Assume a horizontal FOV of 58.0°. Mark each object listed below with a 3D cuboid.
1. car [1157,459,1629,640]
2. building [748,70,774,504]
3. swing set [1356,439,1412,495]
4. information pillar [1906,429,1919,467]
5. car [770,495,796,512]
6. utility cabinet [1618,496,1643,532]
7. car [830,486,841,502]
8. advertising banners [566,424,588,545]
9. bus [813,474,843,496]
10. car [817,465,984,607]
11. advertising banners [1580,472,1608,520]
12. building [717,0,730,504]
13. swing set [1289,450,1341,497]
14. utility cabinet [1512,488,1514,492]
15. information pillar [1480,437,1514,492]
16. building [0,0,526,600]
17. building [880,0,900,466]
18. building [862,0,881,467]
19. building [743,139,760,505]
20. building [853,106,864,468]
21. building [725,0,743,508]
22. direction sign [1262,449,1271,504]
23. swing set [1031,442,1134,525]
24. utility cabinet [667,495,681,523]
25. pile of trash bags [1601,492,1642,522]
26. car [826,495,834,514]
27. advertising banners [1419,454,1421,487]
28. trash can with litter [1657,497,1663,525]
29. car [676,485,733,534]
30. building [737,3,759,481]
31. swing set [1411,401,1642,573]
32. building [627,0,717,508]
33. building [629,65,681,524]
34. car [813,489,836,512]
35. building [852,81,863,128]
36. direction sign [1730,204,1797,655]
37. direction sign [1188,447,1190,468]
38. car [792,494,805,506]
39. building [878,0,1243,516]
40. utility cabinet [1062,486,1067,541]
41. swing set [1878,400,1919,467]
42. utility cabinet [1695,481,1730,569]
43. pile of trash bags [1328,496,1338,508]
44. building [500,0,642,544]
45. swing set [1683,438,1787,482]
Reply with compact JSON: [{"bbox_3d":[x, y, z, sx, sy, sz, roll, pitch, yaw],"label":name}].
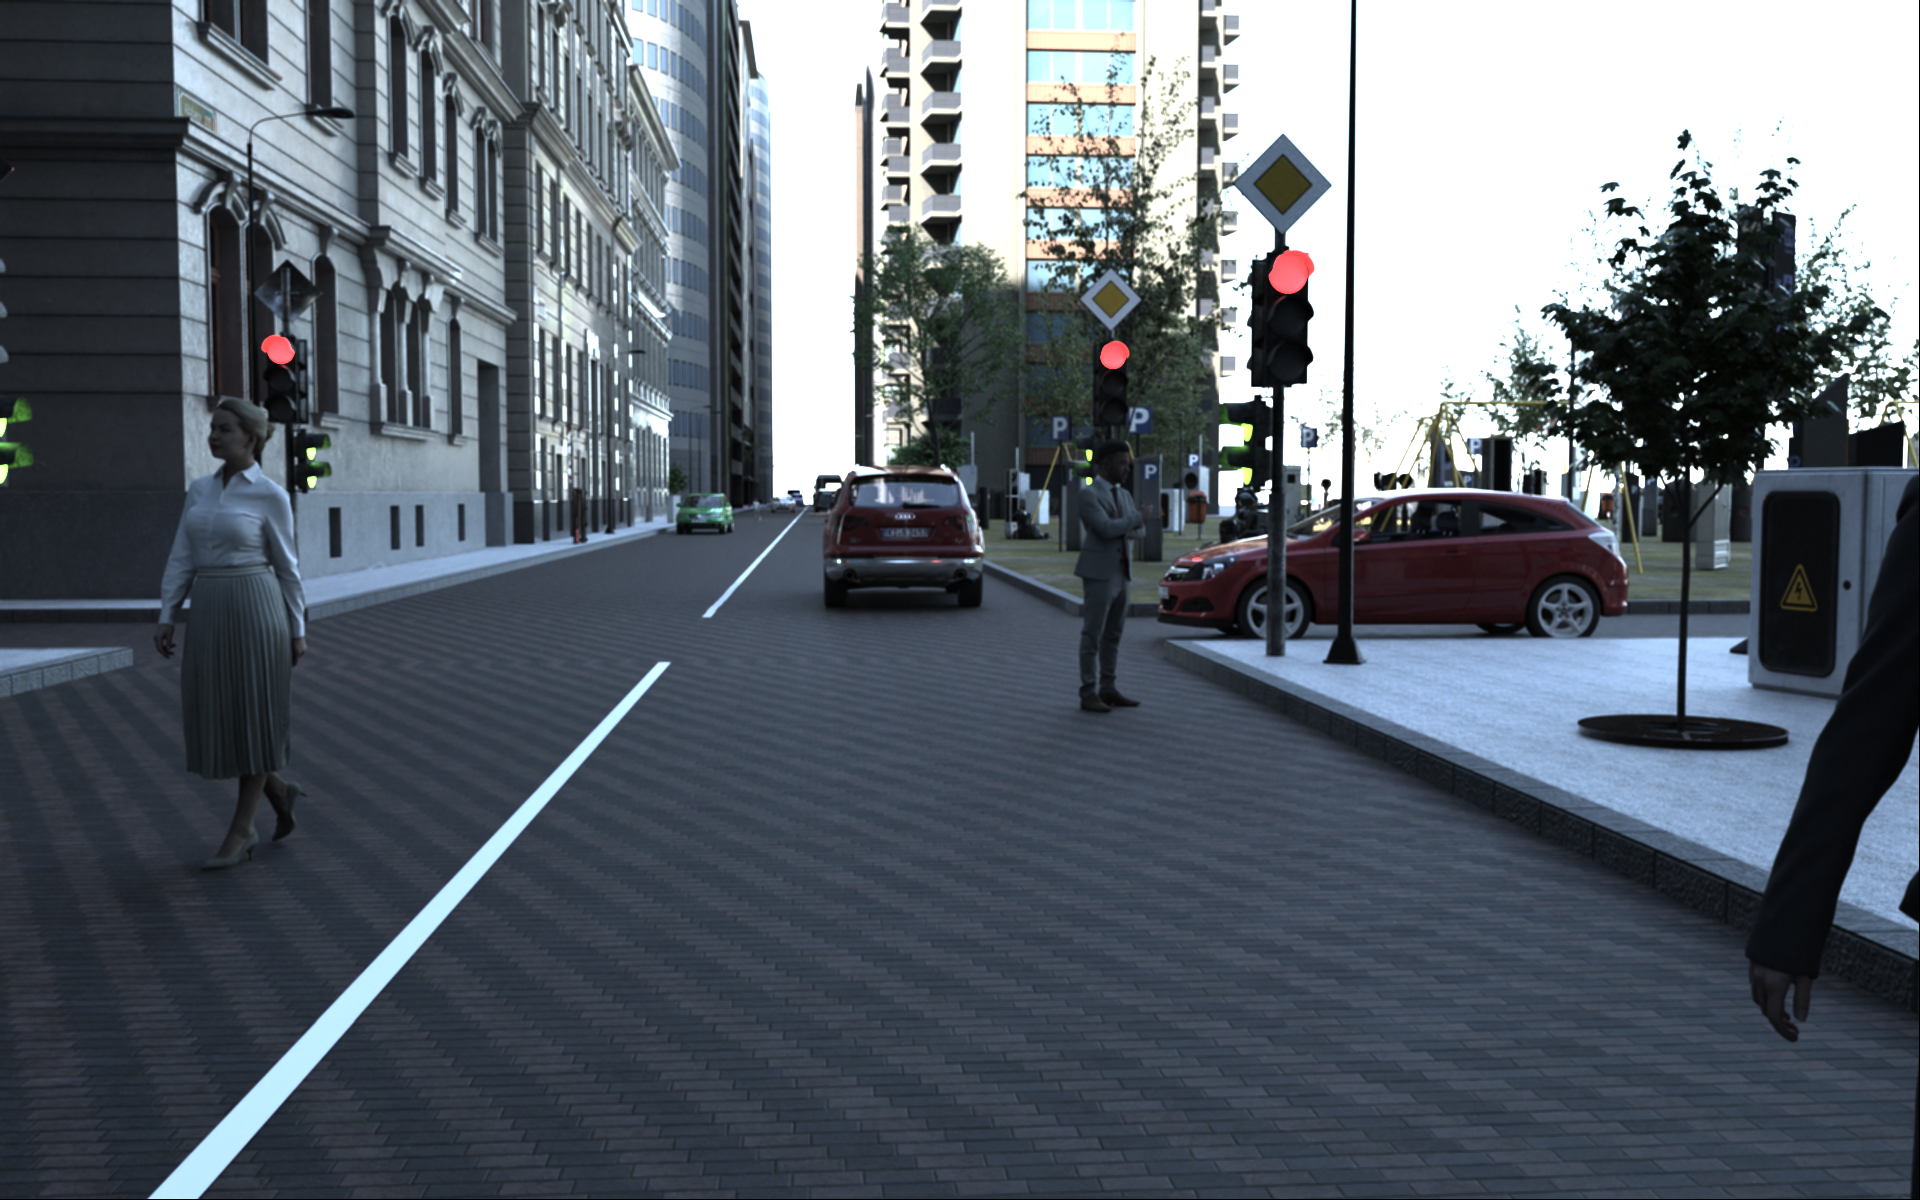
[{"bbox_3d":[4.172,-0.484,16.950,4.494,1.783,2.155,0,4,-3],"label":"car"},{"bbox_3d":[-36.164,-42.288,233.411,21.231,58.520,28.212,0,4,-5],"label":"building"},{"bbox_3d":[9.183,-2.197,33.538,2.862,2.851,3.119,1,4,9],"label":"swing set"},{"bbox_3d":[34.140,-4.324,62.058,0.504,3.616,0.183,0,4,-8],"label":"information pillar"},{"bbox_3d":[-14.017,-7.644,137.339,2.083,1.381,4.827,0,4,-5],"label":"car"},{"bbox_3d":[22.957,-2.927,59.024,1.020,1.237,0.306,-1,4,-14],"label":"utility cabinet"},{"bbox_3d":[-5.129,-4.502,82.283,2.281,1.827,5.304,0,4,-5],"label":"car"},{"bbox_3d":[-9.850,-2.953,44.468,0.090,3.025,2.074,0,4,1],"label":"advertising banners"},{"bbox_3d":[-12.514,-10.386,164.672,2.948,3.499,13.247,0,4,-5],"label":"bus"},{"bbox_3d":[-0.819,-0.910,23.560,2.281,1.827,5.304,0,4,-3],"label":"car"},{"bbox_3d":[31.542,-5.531,86.626,2.074,3.025,0.090,-1,4,-15],"label":"advertising banners"},{"bbox_3d":[-24.960,-27.340,130.600,14.154,41.232,14.086,0,4,-5],"label":"building"},{"bbox_3d":[13.322,-3.919,61.703,3.119,2.851,2.862,0,4,-2],"label":"swing set"},{"bbox_3d":[20.781,-3.570,67.054,1.173,1.500,0.318,0,4,7],"label":"utility cabinet"},{"bbox_3d":[6.903,-1.090,22.314,0.304,2.012,0.304,-1,4,-9],"label":"information pillar"},{"bbox_3d":[-16.457,-14.891,30.865,14.401,28.519,23.554,0,4,-5],"label":"building"},{"bbox_3d":[0.710,-27.678,136.132,14.154,41.232,14.086,0,4,-5],"label":"building"},{"bbox_3d":[1.652,-37.676,157.995,21.231,58.520,28.212,0,4,-5],"label":"building"},{"bbox_3d":[-32.063,-34.419,212.867,14.600,45.320,14.200,0,4,-5],"label":"building"},{"bbox_3d":[-5.060,-33.434,196.763,14.600,45.320,14.200,0,4,-5],"label":"building"},{"bbox_3d":[-29.938,-32.085,148.285,21.300,48.544,21.600,0,4,-5],"label":"building"},{"bbox_3d":[15.298,-5.832,87.353,0.379,3.537,0.876,-3,5,-45],"label":"direction sign"},{"bbox_3d":[3.949,-3.360,52.557,2.862,2.851,3.119,-3,4,-38],"label":"swing set"},{"bbox_3d":[-12.689,-4.013,76.770,0.306,1.237,1.020,1,4,10],"label":"utility cabinet"},{"bbox_3d":[30.589,-4.161,77.789,3.447,1.369,1.912,2,4,25],"label":"pile of trash bags"},{"bbox_3d":[-7.970,-6.302,115.399,2.083,1.381,4.827,0,4,-5],"label":"car"},{"bbox_3d":[18.516,-4.478,69.406,0.090,3.025,2.074,1,4,21],"label":"advertising banners"},{"bbox_3d":[29.307,-3.741,72.548,0.624,1.170,1.055,3,5,43],"label":"trash can with litter"},{"bbox_3d":[-9.324,-3.339,63.391,1.959,1.807,4.718,0,4,-3],"label":"car"},{"bbox_3d":[-36.854,-36.806,191.023,28.713,52.752,27.495,0,4,-5],"label":"building"},{"bbox_3d":[9.656,-1.936,29.274,3.119,2.851,2.862,0,4,-3],"label":"swing set"},{"bbox_3d":[-26.481,-34.610,107.880,21.231,58.520,28.212,0,4,-5],"label":"building"},{"bbox_3d":[-19.237,-14.820,78.459,11.583,22.565,21.152,0,4,-5],"label":"building"},{"bbox_3d":[-10.479,-7.859,137.163,2.281,1.827,5.304,0,4,-6],"label":"car"},{"bbox_3d":[1.132,-38.475,218.307,28.713,52.752,27.495,0,4,-5],"label":"building"},{"bbox_3d":[6.418,-1.338,13.869,0.876,3.537,0.379,-3,4,-38],"label":"direction sign"},{"bbox_3d":[10.966,-5.572,83.104,0.379,3.537,0.876,0,4,3],"label":"direction sign"},{"bbox_3d":[-18.967,-11.744,201.604,1.945,1.707,3.694,0,4,-6],"label":"car"},{"bbox_3d":[5.909,-28.106,114.154,22.147,44.769,28.867,0,4,-5],"label":"building"},{"bbox_3d":[3.308,-2.301,46.295,1.173,1.500,0.318,1,4,15],"label":"utility cabinet"},{"bbox_3d":[17.042,-1.936,29.278,3.119,2.851,2.862,-1,4,-12],"label":"swing set"},{"bbox_3d":[12.846,-1.274,29.509,0.318,1.500,1.173,2,4,35],"label":"utility cabinet"},{"bbox_3d":[21.357,-5.145,93.868,3.447,1.369,1.912,1,4,12],"label":"pile of trash bags"},{"bbox_3d":[-17.539,-15.781,55.291,12.463,27.353,25.104,0,4,-5],"label":"building"},{"bbox_3d":[22.637,-3.202,49.969,2.862,2.851,3.119,0,4,-5],"label":"swing set"}]
